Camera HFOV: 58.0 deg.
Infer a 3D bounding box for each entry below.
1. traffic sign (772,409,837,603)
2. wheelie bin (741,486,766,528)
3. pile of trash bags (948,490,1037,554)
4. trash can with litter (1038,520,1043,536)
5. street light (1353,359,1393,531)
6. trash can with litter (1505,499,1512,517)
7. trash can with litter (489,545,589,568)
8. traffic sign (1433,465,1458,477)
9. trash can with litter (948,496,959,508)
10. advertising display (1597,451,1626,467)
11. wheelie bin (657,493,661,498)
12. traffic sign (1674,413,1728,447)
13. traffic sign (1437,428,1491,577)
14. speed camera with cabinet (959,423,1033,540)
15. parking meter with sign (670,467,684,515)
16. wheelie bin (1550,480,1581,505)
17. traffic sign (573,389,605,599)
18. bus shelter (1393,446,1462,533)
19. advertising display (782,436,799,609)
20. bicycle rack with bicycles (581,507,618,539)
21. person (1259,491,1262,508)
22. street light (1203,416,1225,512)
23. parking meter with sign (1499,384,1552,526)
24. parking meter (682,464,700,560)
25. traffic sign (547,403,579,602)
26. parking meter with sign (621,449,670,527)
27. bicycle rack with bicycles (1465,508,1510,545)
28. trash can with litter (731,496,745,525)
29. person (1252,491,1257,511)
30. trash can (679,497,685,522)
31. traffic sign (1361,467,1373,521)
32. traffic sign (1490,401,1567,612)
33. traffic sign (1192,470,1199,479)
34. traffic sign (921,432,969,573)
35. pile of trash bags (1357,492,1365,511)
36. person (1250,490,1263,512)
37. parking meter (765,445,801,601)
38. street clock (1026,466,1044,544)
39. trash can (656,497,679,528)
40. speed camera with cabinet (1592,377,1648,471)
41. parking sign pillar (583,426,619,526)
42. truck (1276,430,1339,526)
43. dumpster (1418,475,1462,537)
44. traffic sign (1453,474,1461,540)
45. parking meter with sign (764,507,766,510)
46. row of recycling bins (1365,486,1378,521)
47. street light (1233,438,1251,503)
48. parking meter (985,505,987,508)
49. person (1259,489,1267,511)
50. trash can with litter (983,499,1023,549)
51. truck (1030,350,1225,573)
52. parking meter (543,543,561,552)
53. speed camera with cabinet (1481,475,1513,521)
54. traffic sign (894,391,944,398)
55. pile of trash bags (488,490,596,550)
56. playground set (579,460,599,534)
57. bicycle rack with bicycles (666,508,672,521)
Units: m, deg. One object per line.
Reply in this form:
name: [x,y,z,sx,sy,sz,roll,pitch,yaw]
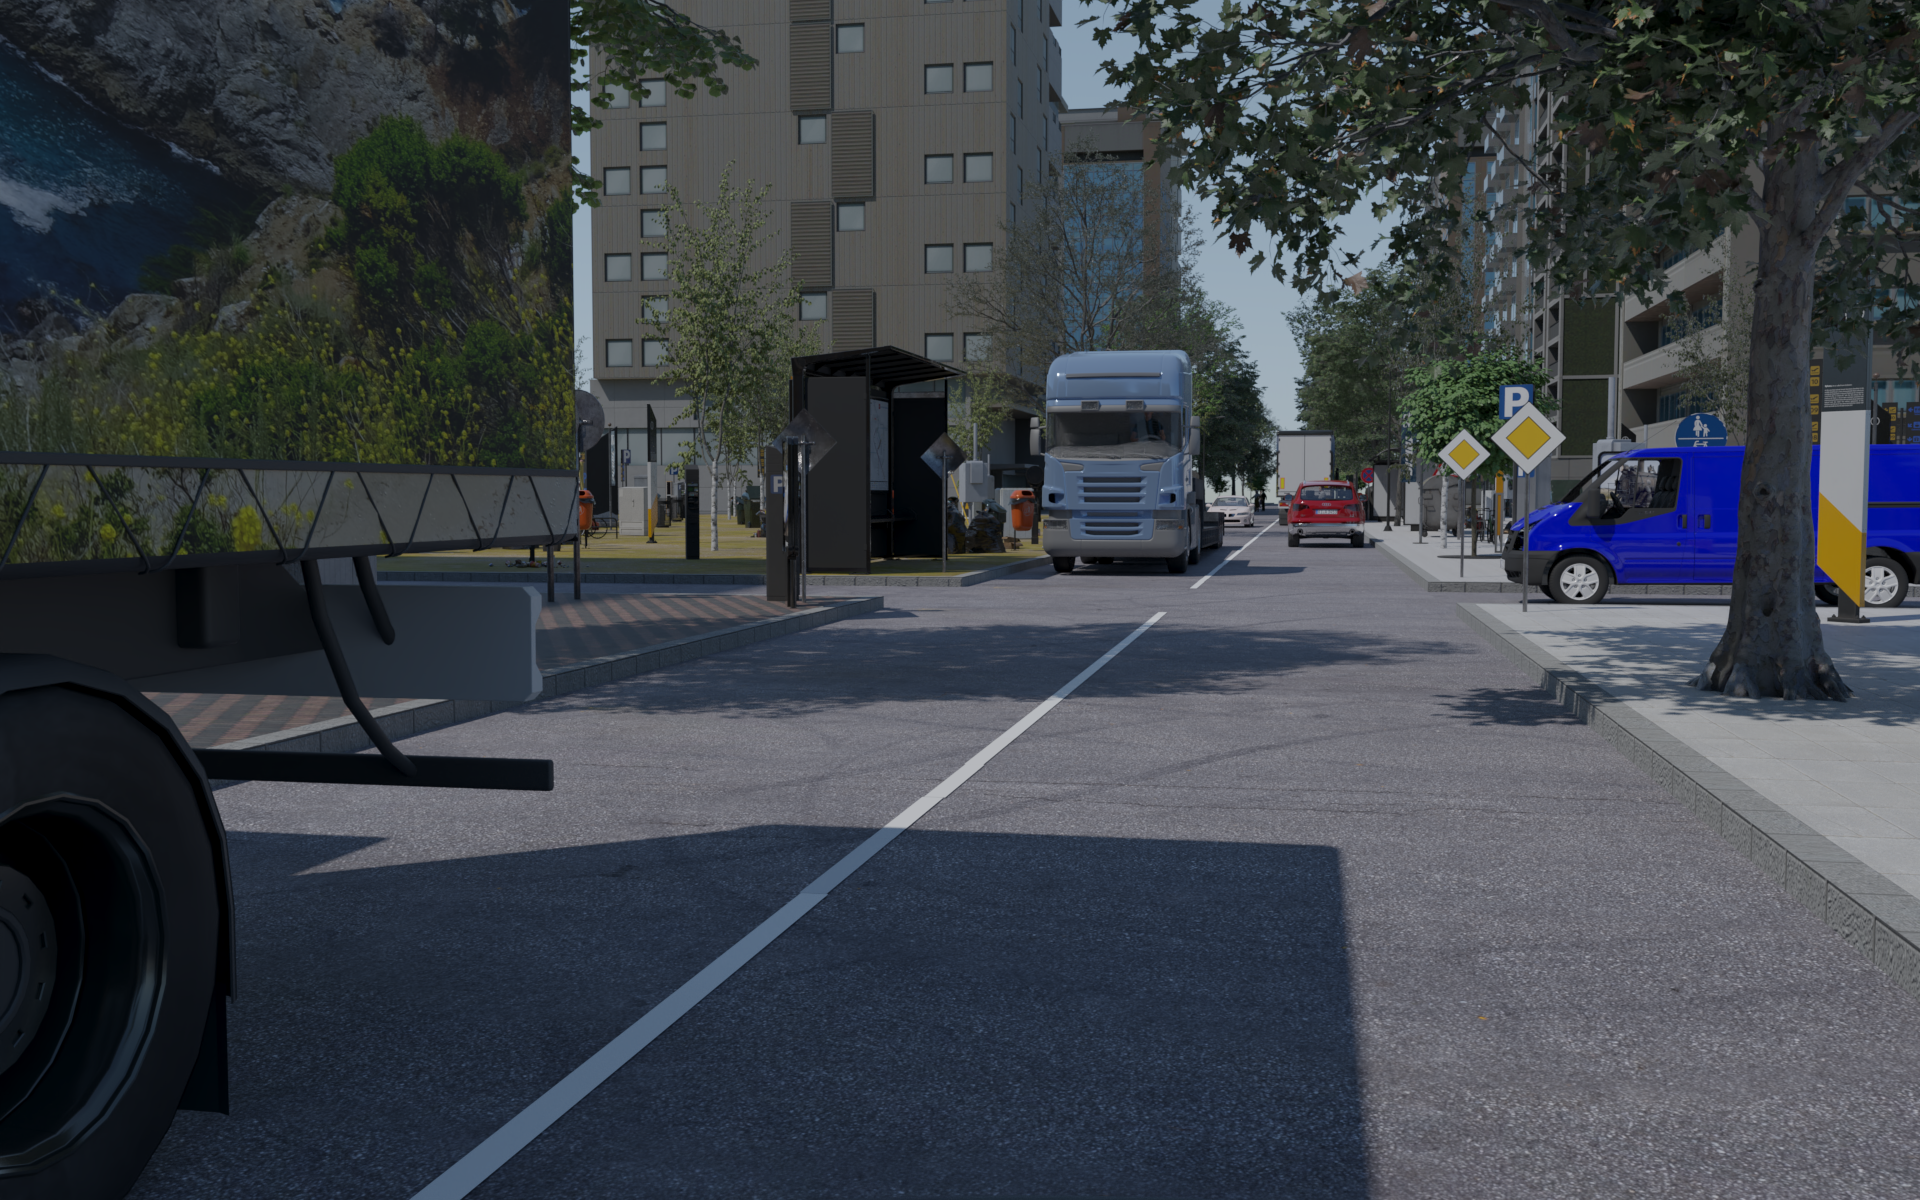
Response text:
traffic sign: [-1.839,-1.025,20.402,0.795,2.450,0.064,1,4,11]
wheelie bin: [-7.820,-3.522,65.486,0.980,1.594,0.693,-2,4,-33]
pile of trash bags: [0.287,-1.740,38.200,3.447,1.369,1.912,-3,4,-38]
trash can with litter: [1.637,-2.594,53.477,2.233,1.210,1.678,2,4,25]
street light: [14.226,-5.327,59.644,1.470,5.913,1.316,1,4,11]
trash can with litter: [30.402,-5.232,96.937,0.624,1.170,1.055,-1,4,-14]
trash can with litter: [-7.556,-1.216,30.933,1.678,1.210,2.233,-1,4,-17]
traffic sign: [15.090,-3.285,53.714,0.884,2.594,0.081,1,4,15]
trash can with litter: [-0.343,-4.327,82.138,0.624,1.170,1.055,0,4,6]
advertising display: [10.037,-1.266,25.907,0.974,1.923,0.123,1,4,16]
wheelie bin: [-12.982,-3.940,72.323,0.980,1.594,0.693,-1,4,-11]
traffic sign: [11.609,-1.657,27.201,0.768,2.556,0.104,1,4,19]
traffic sign: [7.723,-1.404,26.600,0.795,2.450,0.064,1,4,11]
speed camera with cabinet: [1.024,-3.327,48.733,2.038,3.252,0.660,-1,4,-19]
parking meter with sign: [-17.382,-6.772,106.977,0.543,3.016,1.738,-2,4,-29]
wheelie bin: [13.289,-1.847,38.106,0.980,1.594,0.693,1,4,11]
traffic sign: [-4.672,-1.282,21.061,0.768,2.556,0.104,1,4,18]
bus shelter: [15.513,-3.851,56.880,2.014,3.302,5.546,1,4,11]
advertising display: [-1.938,-0.891,19.781,0.123,1.923,0.974,-1,4,-9]
bicycle rack with bicycles: [-11.308,-2.232,49.878,2.925,0.926,2.852,-3,4,-38]
person: [30.728,-10.220,176.125,0.750,1.759,0.617,1,4,11]
street light: [15.137,-8.013,103.557,1.470,5.913,1.316,1,4,11]
parking meter with sign: [9.390,-1.963,28.351,0.543,3.016,1.738,3,4,38]
parking meter: [-5.256,-1.730,33.990,0.255,1.863,0.399,-1,4,-14]
traffic sign: [-4.879,-1.252,20.579,0.768,2.556,0.104,1,4,16]
parking meter with sign: [-12.298,-4.350,67.384,1.738,3.016,0.543,2,4,24]
bicycle rack with bicycles: [14.254,-1.919,44.755,2.852,0.926,2.925,2,4,31]
trash can with litter: [-8.838,-3.701,71.895,1.055,1.170,0.624,3,5,43]
person: [25.291,-8.508,148.390,0.721,1.735,1.217,-1,4,-13]
trash can: [-13.135,-4.200,80.322,0.748,1.137,0.748,0,3,0]
traffic sign: [19.559,-5.064,82.902,0.768,2.556,0.104,1,4,14]
traffic sign: [6.140,-0.925,18.773,0.795,2.450,0.064,1,4,11]
traffic sign: [12.258,-5.600,91.659,0.768,2.556,0.104,1,4,14]
traffic sign: [-0.256,-1.504,28.229,0.795,2.450,0.064,1,4,11]
pile of trash bags: [22.867,-5.366,97.489,1.912,1.369,3.447,2,4,28]
person: [23.830,-7.953,139.258,1.217,1.736,0.721,3,5,41]
parking meter: [-2.113,-0.922,20.793,0.399,1.863,0.255,1,4,12]
street clock: [1.916,-2.425,44.221,0.471,2.002,0.358,0,4,4]
trash can: [-11.314,-3.323,65.980,0.748,1.137,0.748,0,3,0]
speed camera with cabinet: [11.441,-2.107,28.792,0.660,3.252,2.038,-1,4,-21]
parking sign pillar: [-14.233,-4.900,68.593,1.447,3.967,1.447,-2,4,-31]
truck: [16.368,-5.668,81.584,2.839,4.237,11.283,1,4,13]
dumpster: [14.401,-2.817,51.818,1.264,1.857,1.865,1,4,11]
traffic sign: [13.984,-2.959,48.489,0.768,2.556,0.104,1,4,14]
parking meter with sign: [-5.777,-3.829,58.863,1.738,3.016,0.543,1,4,14]
row of recycling bins: [20.381,-4.762,84.966,1.069,1.692,3.534,1,4,16]
street light: [23.291,-10.484,143.959,1.470,5.913,1.316,1,4,11]
parking meter: [1.579,-5.299,95.044,0.372,1.533,0.369,0,3,0]
person: [25.127,-8.290,143.674,0.705,1.869,1.348,3,5,43]
trash can with litter: [1.015,-1.792,40.685,1.055,1.170,0.624,3,4,37]
truck: [4.267,-2.971,38.333,2.967,4.110,18.799,1,4,11]
parking meter: [-9.103,-2.014,38.636,0.399,1.863,0.255,0,4,3]
speed camera with cabinet: [25.609,-5.385,82.379,2.038,3.252,0.660,-3,5,-41]
traffic sign: [-1.381,-2.491,34.596,2.265,3.308,0.079,1,4,17]
pile of trash bags: [-10.229,-1.890,40.654,3.447,1.369,1.912,0,4,7]
playground set: [-14.142,-4.241,56.115,5.302,4.214,5.637,1,4,10]
bicycle rack with bicycles: [-14.751,-4.259,83.010,2.852,0.926,2.925,0,4,-1]
